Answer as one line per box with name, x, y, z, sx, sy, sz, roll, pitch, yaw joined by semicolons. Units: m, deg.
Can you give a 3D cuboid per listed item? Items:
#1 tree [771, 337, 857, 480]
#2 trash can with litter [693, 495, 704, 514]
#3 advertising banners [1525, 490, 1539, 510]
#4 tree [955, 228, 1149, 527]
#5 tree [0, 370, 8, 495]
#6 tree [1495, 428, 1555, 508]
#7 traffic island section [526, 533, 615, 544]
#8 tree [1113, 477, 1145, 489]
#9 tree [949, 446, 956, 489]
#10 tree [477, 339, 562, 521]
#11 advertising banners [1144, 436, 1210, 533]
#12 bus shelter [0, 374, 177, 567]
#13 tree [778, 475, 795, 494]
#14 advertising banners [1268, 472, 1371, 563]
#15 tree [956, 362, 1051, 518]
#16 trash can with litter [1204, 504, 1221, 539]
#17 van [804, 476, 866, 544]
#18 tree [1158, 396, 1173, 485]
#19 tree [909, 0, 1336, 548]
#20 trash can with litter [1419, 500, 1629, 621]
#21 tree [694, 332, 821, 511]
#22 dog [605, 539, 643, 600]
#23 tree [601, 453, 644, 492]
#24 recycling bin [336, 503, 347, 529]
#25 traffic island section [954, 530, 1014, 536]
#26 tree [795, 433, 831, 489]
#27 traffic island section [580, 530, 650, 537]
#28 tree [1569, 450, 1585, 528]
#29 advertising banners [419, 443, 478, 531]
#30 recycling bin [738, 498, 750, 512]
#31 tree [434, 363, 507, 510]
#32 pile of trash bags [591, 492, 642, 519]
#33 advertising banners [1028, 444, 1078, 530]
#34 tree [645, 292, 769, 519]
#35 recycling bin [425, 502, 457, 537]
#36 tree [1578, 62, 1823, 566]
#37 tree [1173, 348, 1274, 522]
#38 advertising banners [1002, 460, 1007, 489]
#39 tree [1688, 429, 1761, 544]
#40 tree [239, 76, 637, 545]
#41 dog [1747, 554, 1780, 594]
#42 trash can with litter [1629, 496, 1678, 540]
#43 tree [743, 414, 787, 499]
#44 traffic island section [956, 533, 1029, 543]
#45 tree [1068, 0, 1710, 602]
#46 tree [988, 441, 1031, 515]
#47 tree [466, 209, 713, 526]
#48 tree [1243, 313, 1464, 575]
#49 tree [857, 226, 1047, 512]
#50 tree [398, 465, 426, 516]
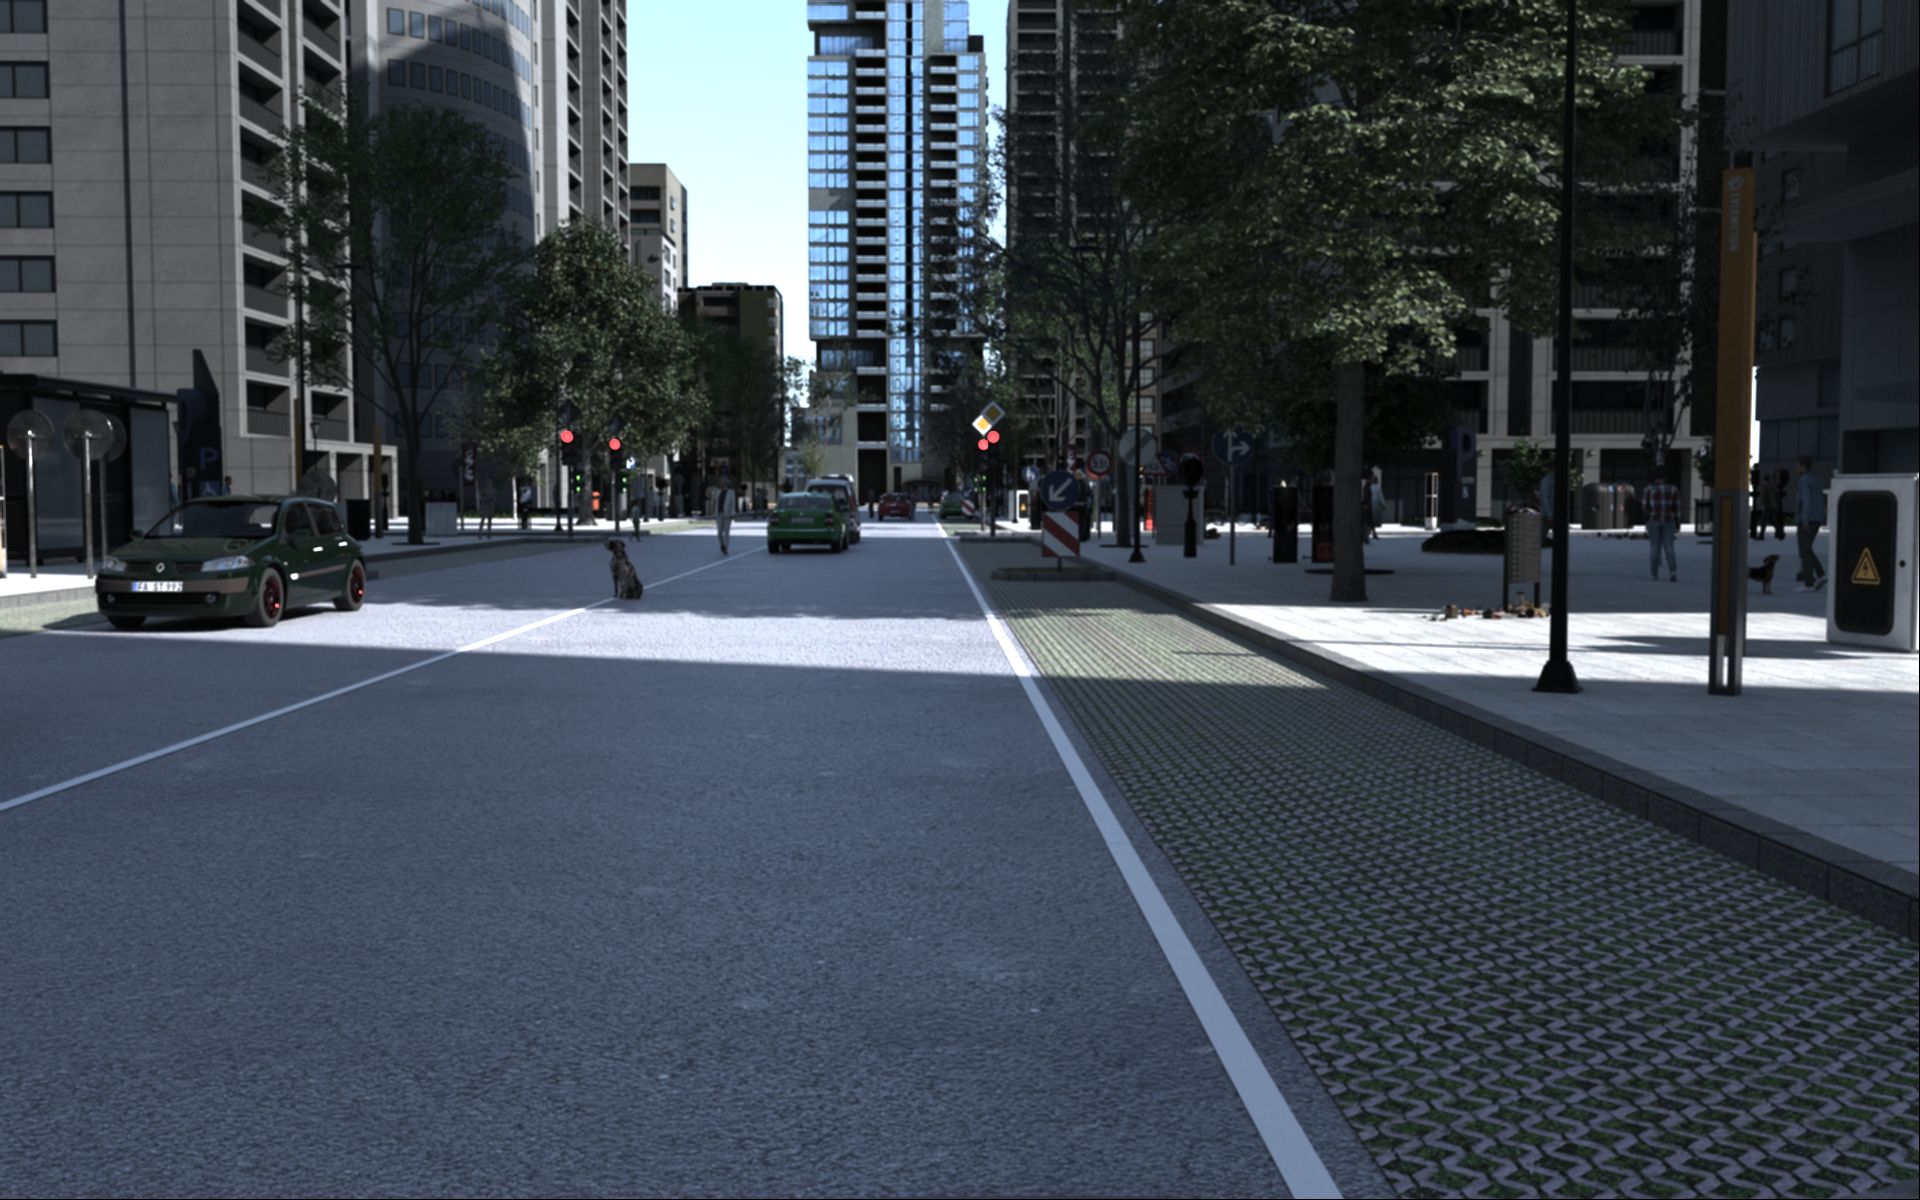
tree;-16.047;-21.535;207.983;12.611;20.169;13.585;0;3;0
trash can with litter;-16.583;-6.093;110.680;1.678;1.210;2.233;-2;4;-30
advertising banners;21.148;-4.111;63.407;0.090;3.025;2.074;-2;4;-34
tree;3.603;-8.709;68.141;9.928;11.665;9.643;0;3;0
tree;-25.344;-3.810;46.009;4.285;4.588;4.351;0;3;0
tree;16.569;-3.464;51.239;1.663;3.219;1.824;0;3;0
traffic island section;-11.633;-1.796;51.638;2.009;0.180;2.903;0;4;-1
tree;10.342;-6.697;104.096;1.663;3.219;1.824;0;3;0
tree;0.545;-14.064;180.304;4.737;8.622;4.395;0;3;0
tree;-20.992;-8.054;82.047;4.737;8.622;4.395;0;3;0
advertising banners;6.503;-3.437;52.389;2.074;3.025;0.090;1;4;9
bus shelter;-17.131;-3.303;31.637;2.179;5.291;8.768;0;4;-1
tree;-17.423;-11.040;175.109;1.663;3.219;1.824;0;3;0
advertising banners;6.781;-2.207;32.272;2.074;3.025;0.090;0;4;-7
tree;2.672;-8.677;92.236;4.737;8.622;4.395;0;3;0
trash can with litter;6.921;-2.331;49.501;1.055;1.170;0.624;-2;4;-35
van;-3.803;-2.686;50.933;2.013;2.044;4.112;0;4;-1
tree;12.430;-8.453;88.576;4.360;8.622;3.978;0;3;0
tree;3.808;-8.012;41.366;12.009;13.543;11.850;0;3;0
trash can with litter;5.581;-0.440;18.251;2.233;1.210;1.678;-2;4;-33
tree;-15.863;-13.556;132.003;12.009;13.543;11.850;0;3;0
dog;-4.596;-0.418;23.673;0.513;0.831;0.800;-1;4;-11
tree;-25.874;-9.112;132.688;4.285;4.588;4.351;0;3;0
recycling bin;-17.934;-2.351;50.995;0.722;1.027;0.722;1;4;18
traffic island section;0.824;-2.301;59.901;2.009;0.180;2.903;0;4;-1
tree;-16.965;-15.070;196.750;4.737;8.622;4.395;0;3;0
traffic island section;-11.814;-2.284;59.621;2.009;0.180;2.903;0;4;-1
tree;22.942;-4.365;65.965;1.663;3.219;1.824;0;3;0
advertising banners;-17.583;-3.867;59.413;2.074;3.025;0.090;-1;4;-8
recycling bin;-15.410;-6.786;123.506;0.722;1.027;0.722;0;4;0
tree;-26.226;-8.774;93.819;4.360;8.622;3.978;0;3;0
pile of trash bags;-18.134;-4.907;89.985;1.912;1.369;3.447;1;4;22
advertising banners;3.283;-3.974;61.160;2.074;3.025;0.090;3;4;37
tree;-15.139;-10.051;90.089;9.928;11.665;9.643;0;3;0
recycling bin;-15.552;-2.409;51.934;0.722;1.027;0.722;-3;4;-38
tree;12.645;-4.907;30.594;4.360;8.622;3.978;0;3;0
tree;12.655;-7.958;80.474;4.360;8.622;3.978;0;3;0
advertising banners;2.686;-5.687;89.171;0.090;3.025;2.074;-2;4;-28
tree;19.746;-3.062;44.661;1.663;3.219;1.824;0;3;0
tree;-13.912;-7.211;43.663;9.928;11.665;9.643;0;3;0
dog;10.209;-0.332;22.252;0.540;0.507;0.406;-3;5;-40
trash can with litter;19.423;-2.335;49.239;2.233;1.210;1.678;1;4;8
tree;-17.101;-12.295;151.382;4.360;8.622;3.978;0;3;0
traffic island section;1.005;-1.813;51.918;2.009;0.180;2.903;0;4;-1
tree;4.850;-6.233;20.036;7.486;12.596;7.792;0;3;0
tree;2.932;-7.587;107.769;4.285;4.588;4.351;0;3;0
tree;-15.092;-9.363;70.086;9.611;12.733;9.660;0;3;0
tree;6.302;-2.721;28.199;4.285;4.588;4.351;0;3;0
tree;1.175;-16.334;122.947;12.611;20.169;13.585;0;3;0
tree;-32.128;-6.551;101.717;1.663;3.219;1.824;0;3;0
